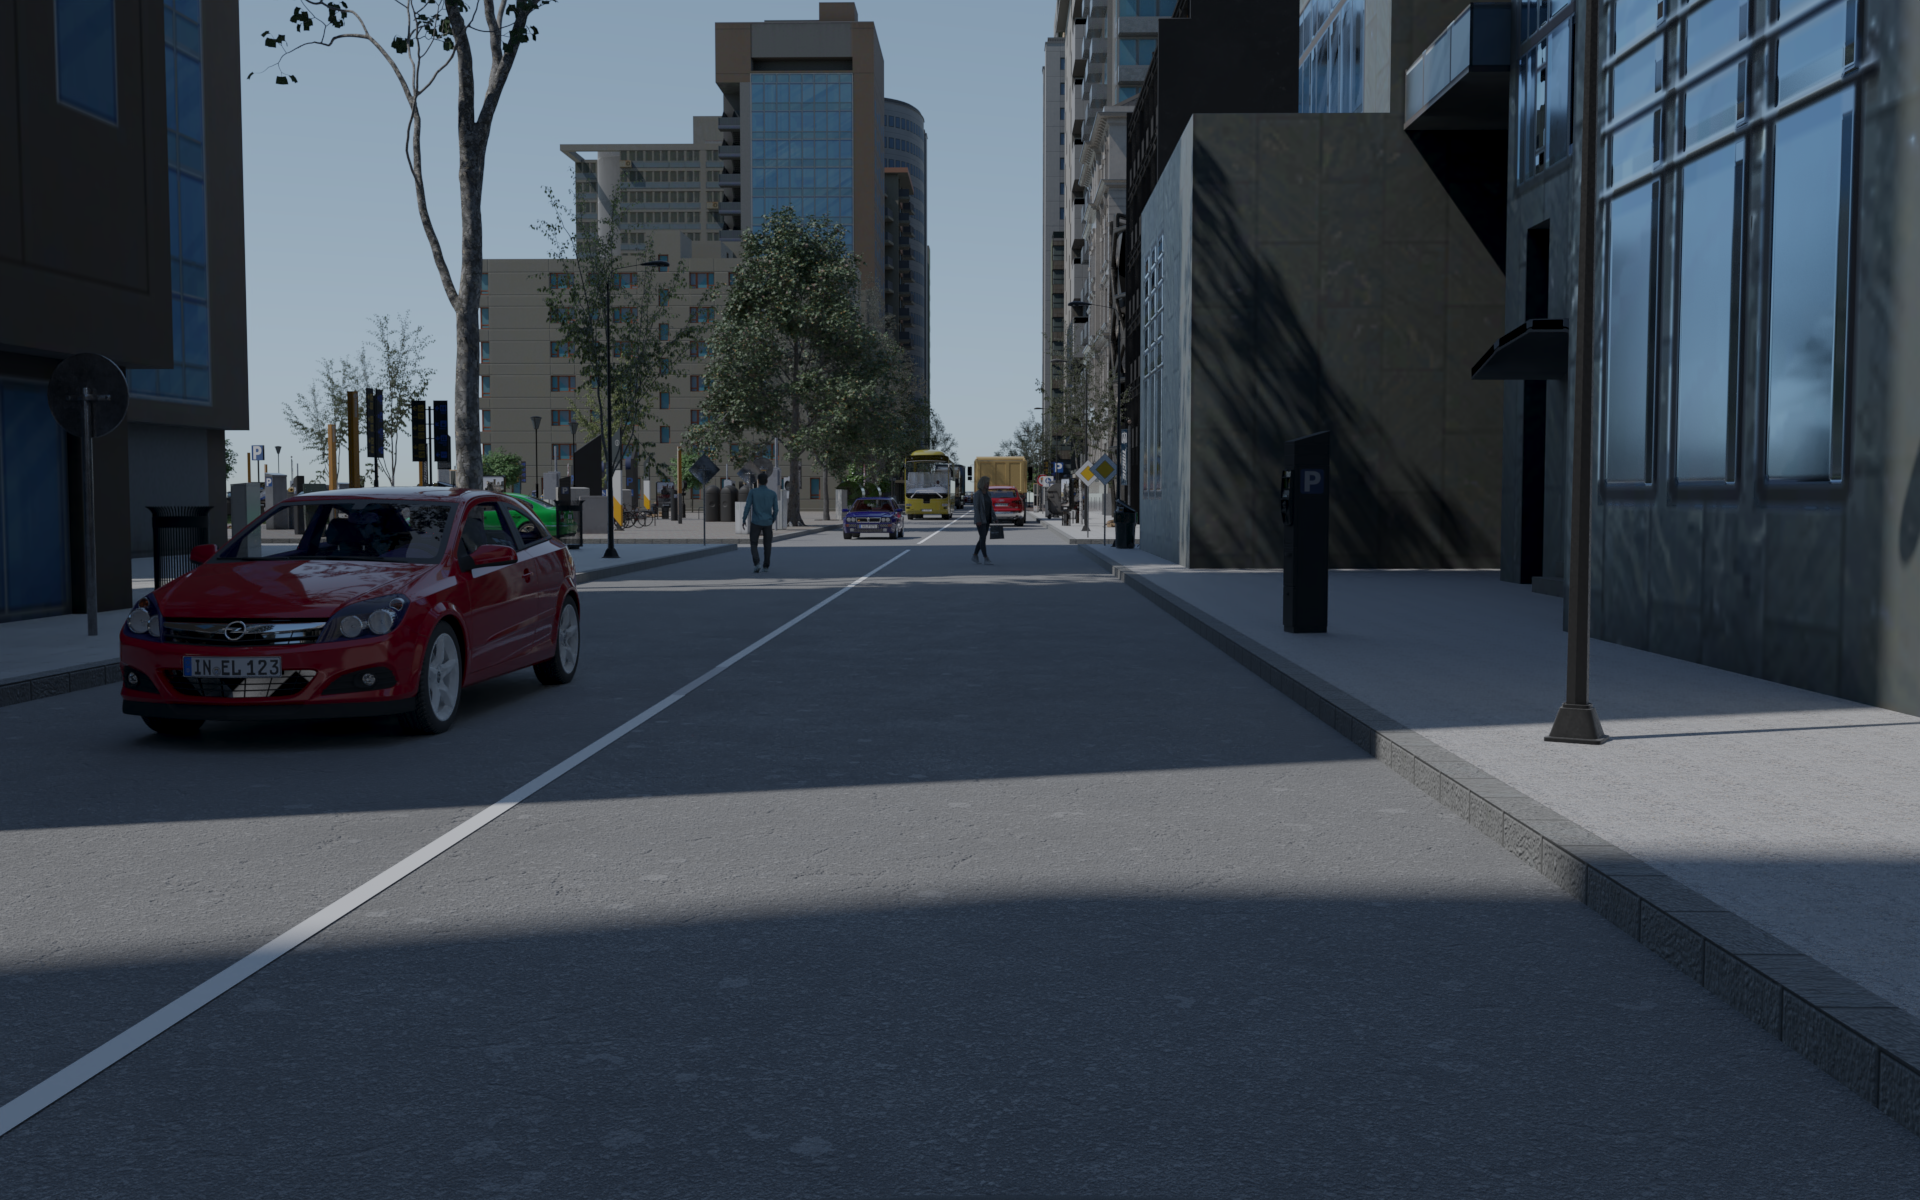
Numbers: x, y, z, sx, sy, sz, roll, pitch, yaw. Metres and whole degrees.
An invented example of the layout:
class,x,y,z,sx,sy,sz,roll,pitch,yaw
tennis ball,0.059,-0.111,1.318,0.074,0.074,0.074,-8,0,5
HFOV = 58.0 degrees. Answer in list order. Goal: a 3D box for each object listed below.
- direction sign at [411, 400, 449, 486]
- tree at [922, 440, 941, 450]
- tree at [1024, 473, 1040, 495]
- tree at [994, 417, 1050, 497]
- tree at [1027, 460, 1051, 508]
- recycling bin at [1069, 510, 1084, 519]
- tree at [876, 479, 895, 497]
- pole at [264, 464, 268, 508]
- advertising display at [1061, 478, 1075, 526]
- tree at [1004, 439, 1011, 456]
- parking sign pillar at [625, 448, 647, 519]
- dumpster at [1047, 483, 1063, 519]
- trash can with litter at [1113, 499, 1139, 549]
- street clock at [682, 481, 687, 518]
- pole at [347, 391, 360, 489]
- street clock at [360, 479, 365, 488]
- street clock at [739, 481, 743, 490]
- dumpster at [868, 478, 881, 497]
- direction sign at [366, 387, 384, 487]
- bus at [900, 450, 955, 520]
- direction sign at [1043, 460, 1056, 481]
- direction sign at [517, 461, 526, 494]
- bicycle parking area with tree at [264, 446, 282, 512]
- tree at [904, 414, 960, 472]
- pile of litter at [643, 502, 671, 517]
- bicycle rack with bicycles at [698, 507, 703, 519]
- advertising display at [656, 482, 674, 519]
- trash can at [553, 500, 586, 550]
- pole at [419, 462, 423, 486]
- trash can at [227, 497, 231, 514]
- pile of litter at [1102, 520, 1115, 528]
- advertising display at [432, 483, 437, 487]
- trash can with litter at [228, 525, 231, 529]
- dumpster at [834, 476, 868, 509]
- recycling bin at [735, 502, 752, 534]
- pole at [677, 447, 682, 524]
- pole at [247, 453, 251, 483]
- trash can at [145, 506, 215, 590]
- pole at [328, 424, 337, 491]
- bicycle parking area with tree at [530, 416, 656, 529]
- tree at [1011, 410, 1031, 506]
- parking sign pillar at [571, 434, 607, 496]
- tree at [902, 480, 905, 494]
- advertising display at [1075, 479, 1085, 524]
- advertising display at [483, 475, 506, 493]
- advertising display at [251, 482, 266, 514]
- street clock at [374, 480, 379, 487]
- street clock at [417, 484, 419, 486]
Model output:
class,x,y,z,sx,sy,sz,roll,pitch,yaw
direction sign,-12.796,-3.051,41.876,0.876,3.537,0.379,0,4,0
tree,-3.877,-16.191,215.089,4.360,8.622,3.978,0,3,0
tree,6.758,-10.002,158.135,1.663,3.219,1.824,0,3,0
tree,7.847,-16.794,208.992,8.767,10.594,7.601,0,4,-6
tree,7.019,-10.918,162.222,4.285,4.588,4.351,0,3,0
recycling bin,6.139,-4.748,90.180,0.722,1.027,0.722,-3,4,-37
tree,-5.883,-8.360,131.294,1.663,3.219,1.824,0,3,0
pole,-47.343,-7.607,118.214,0.158,3.312,0.155,0,3,0
advertising display,4.265,-3.933,69.512,0.123,1.923,0.974,-1,4,-17
tree,6.856,-14.276,183.769,4.360,8.622,3.978,0,3,0
parking sign pillar,-16.968,-6.184,89.576,1.447,3.967,1.447,0,4,-1
dumpster,5.078,-5.063,88.536,1.264,1.857,1.865,0,4,1
trash can with litter,4.128,-1.792,40.680,1.055,1.170,0.624,1,4,13
street clock,-14.850,-5.406,92.954,0.358,2.002,0.471,-3,5,-42
pole,-12.027,-2.480,34.392,0.158,3.312,0.155,0,3,0
street clock,-27.442,-4.578,79.415,0.358,2.002,0.471,-1,4,-9
street clock,-12.369,-5.705,97.847,0.358,2.002,0.471,-1,4,-9
dumpster,-5.556,-6.233,104.408,1.502,2.255,1.985,0,4,1
direction sign,-12.573,-2.770,37.289,0.379,3.537,0.876,0,4,3
bus,-1.694,-6.630,99.944,2.896,3.916,12.252,0,4,1
direction sign,5.962,-7.550,115.439,0.876,3.537,0.379,-1,4,-22
direction sign,-30.370,-7.807,119.634,0.876,3.537,0.379,1,4,15
bicycle parking area with tree,-41.298,-6.962,100.825,9.016,4.147,8.231,2,4,31
tree,-3.321,-16.356,201.824,7.601,10.594,8.767,0,4,5
pile of litter,-16.896,-5.038,96.332,1.719,0.858,1.176,0,4,-6
bicycle rack with bicycles,-12.067,-4.580,88.267,2.852,0.926,2.925,-2,4,-35
advertising display,-15.150,-5.125,89.005,0.974,1.923,0.123,-2,4,-32
trash can,-9.065,-1.745,40.191,0.748,1.137,0.748,0,3,0
pole,-26.099,-5.506,83.861,0.158,3.312,0.155,0,3,0
trash can,-32.168,-3.974,76.627,0.748,1.137,0.748,0,3,0
pile of litter,6.145,-3.247,67.053,1.719,0.858,1.176,-2,4,-35
advertising display,-29.781,-5.749,99.209,0.123,1.923,0.974,2,4,35
trash can with litter,-27.071,-3.265,64.443,2.233,1.210,1.678,1,4,10
dumpster,-5.843,-5.451,91.614,1.502,2.255,1.985,0,4,1
recycling bin,-6.705,-2.621,55.401,0.722,1.027,0.722,-3,5,-41
pole,-12.049,-4.930,74.451,0.158,3.312,0.155,0,3,0
pole,-34.882,-5.577,85.027,0.158,3.312,0.155,0,3,0
trash can,-9.179,-0.536,20.417,0.748,1.137,0.748,0,3,0
pole,-18.315,-3.469,50.569,0.158,3.312,0.155,0,3,0
bicycle parking area with tree,-15.667,-4.868,66.587,9.016,4.147,8.231,1,4,16
tree,6.727,-11.841,143.965,4.360,8.622,3.978,0,3,0
parking sign pillar,-16.706,-5.444,77.475,1.447,3.967,1.447,-2,4,-30
tree,-5.120,-10.741,170.223,1.663,3.219,1.824,0,3,0
advertising display,5.179,-4.293,75.402,0.123,1.923,0.974,3,5,40
advertising display,-16.084,-3.324,59.554,0.974,1.923,0.123,1,4,10
advertising display,-36.927,-5.270,91.373,0.974,1.923,0.123,-2,4,-28
street clock,-29.536,-5.083,87.673,0.358,2.002,0.471,-1,4,-15
street clock,-36.981,-6.982,118.726,0.471,2.002,0.358,1,4,20
